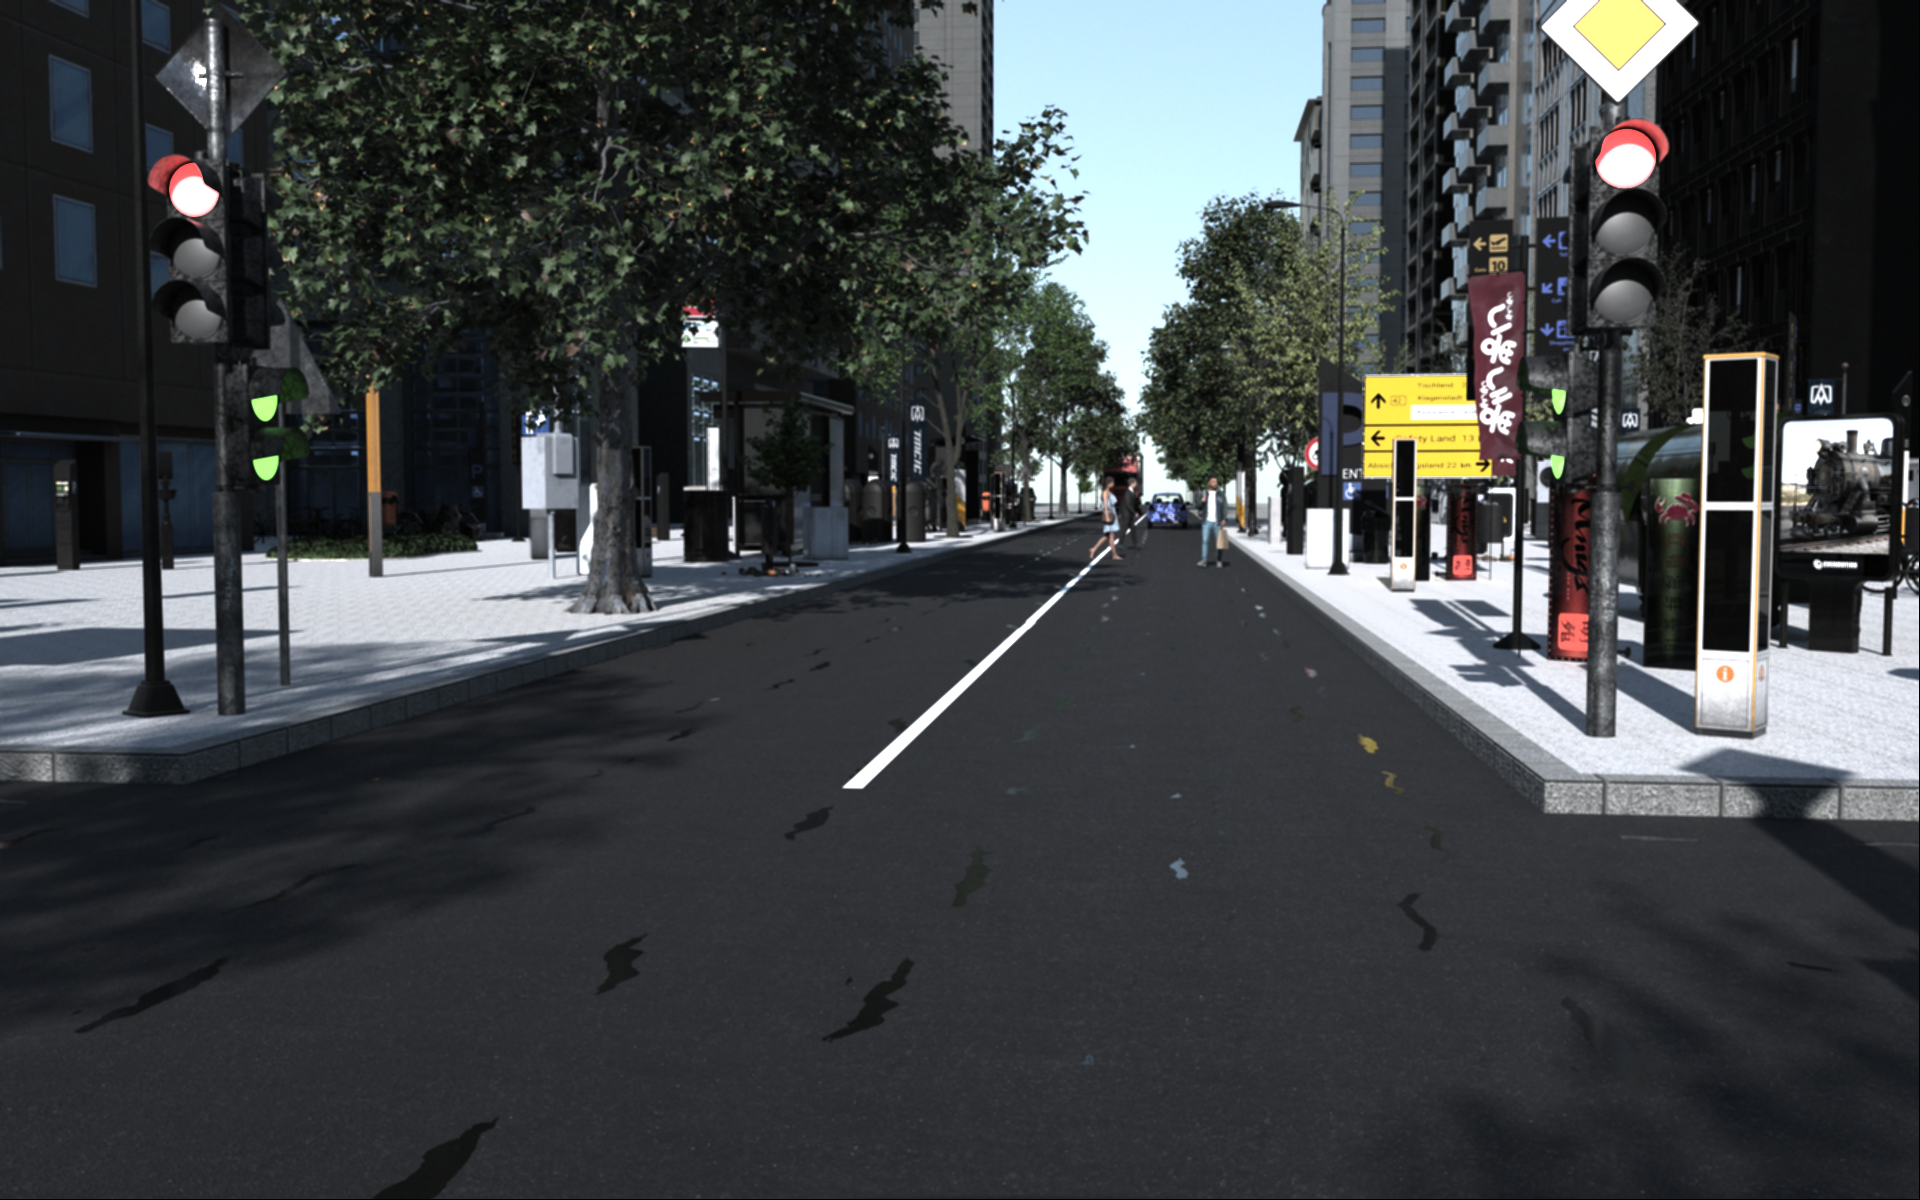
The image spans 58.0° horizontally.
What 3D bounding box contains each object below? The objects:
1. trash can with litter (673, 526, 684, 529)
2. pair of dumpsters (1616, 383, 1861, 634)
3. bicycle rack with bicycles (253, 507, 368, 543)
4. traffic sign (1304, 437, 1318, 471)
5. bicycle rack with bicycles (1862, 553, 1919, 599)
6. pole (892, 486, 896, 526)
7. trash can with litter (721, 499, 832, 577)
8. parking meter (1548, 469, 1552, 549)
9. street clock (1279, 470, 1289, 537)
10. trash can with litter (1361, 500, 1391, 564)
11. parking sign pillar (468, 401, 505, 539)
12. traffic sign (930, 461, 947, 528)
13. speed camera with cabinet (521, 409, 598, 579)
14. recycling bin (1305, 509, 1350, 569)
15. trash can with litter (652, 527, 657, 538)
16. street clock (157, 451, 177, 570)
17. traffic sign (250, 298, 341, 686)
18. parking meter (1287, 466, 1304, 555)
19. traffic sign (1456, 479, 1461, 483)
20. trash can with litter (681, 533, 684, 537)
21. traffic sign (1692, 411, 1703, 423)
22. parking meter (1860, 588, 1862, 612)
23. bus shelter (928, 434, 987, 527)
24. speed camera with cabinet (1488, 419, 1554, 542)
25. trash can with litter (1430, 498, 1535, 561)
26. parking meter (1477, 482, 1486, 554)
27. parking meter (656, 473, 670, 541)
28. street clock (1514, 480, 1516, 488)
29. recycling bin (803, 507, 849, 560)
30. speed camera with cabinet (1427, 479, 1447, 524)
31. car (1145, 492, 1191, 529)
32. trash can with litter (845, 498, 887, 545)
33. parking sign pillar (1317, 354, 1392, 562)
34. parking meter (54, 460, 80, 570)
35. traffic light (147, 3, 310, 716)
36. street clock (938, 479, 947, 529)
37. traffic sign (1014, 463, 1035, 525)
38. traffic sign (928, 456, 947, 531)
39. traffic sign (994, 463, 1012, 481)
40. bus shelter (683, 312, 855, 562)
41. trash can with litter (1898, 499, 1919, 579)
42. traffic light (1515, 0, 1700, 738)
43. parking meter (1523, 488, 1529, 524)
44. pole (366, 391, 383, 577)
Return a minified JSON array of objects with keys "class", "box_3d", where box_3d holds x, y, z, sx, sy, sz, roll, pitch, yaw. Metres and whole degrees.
[{"class":"trash can with litter","box_3d":[-9.735,-3.227,63.818,1.678,1.210,2.233,0,4,-6]},{"class":"pair of dumpsters","box_3d":[7.387,-0.888,17.012,1.574,2.255,4.437,0,4,7]},{"class":"bicycle rack with bicycles","box_3d":[-16.890,-1.957,45.373,2.925,0.926,2.852,1,4,18]},{"class":"traffic sign","box_3d":[7.972,-2.330,38.208,0.768,2.556,0.104,1,4,13]},{"class":"bicycle rack with bicycles","box_3d":[12.619,-0.492,21.428,2.925,0.926,2.852,3,5,41]},{"class":"pole","box_3d":[-2.681,-4.675,70.287,0.158,3.312,0.155,0,3,0]},{"class":"trash can with litter","box_3d":[-2.996,-1.022,27.771,1.678,1.210,2.233,-1,4,-12]},{"class":"parking meter","box_3d":[14.030,-2.135,40.611,0.399,1.863,0.255,-2,4,-29]},{"class":"street clock","box_3d":[9.691,-2.855,51.243,0.471,2.002,0.358,-1,4,-22]},{"class":"trash can with litter","box_3d":[7.927,-1.259,31.968,1.055,1.170,0.624,1,4,14]},{"class":"parking sign pillar","box_3d":[-13.881,-3.752,49.823,1.447,3.967,1.447,-1,4,-15]},{"class":"traffic sign","box_3d":[-0.777,-3.988,65.303,0.768,2.556,0.104,1,4,14]},{"class":"speed camera with cabinet","box_3d":[-5.852,-1.996,26.964,0.660,3.252,2.038,3,4,36]},{"class":"recycling bin","box_3d":[6.330,-1.059,29.861,0.722,1.027,0.722,1,4,10]},{"class":"trash can with litter","box_3d":[-9.373,-2.433,51.166,1.055,1.170,0.624,-3,4,-36]},{"class":"street clock","box_3d":[-13.493,-1.521,29.444,0.358,2.002,0.471,-2,4,-24]},{"class":"traffic sign","box_3d":[-4.519,-0.705,11.526,0.884,2.594,0.081,1,4,15]},{"class":"parking meter","box_3d":[7.123,-1.900,36.772,0.255,1.863,0.399,-1,4,-10]},{"class":"traffic sign","box_3d":[8.700,-1.841,30.214,0.768,2.556,0.104,1,4,14]},{"class":"trash can with litter","box_3d":[-7.485,-2.357,49.916,1.055,1.170,0.624,-3,5,-42]},{"class":"traffic sign","box_3d":[9.083,-1.141,20.793,0.606,2.300,0.079,1,4,15]},{"class":"parking meter","box_3d":[9.616,-0.802,18.826,0.399,1.863,0.255,-2,4,-29]},{"class":"bus shelter","box_3d":[-0.053,-4.889,71.225,1.731,3.624,6.357,0,4,7]},{"class":"speed camera with cabinet","box_3d":[14.968,-3.162,46.030,2.038,3.252,0.660,1,4,18]},{"class":"trash can with litter","box_3d":[9.887,-1.377,33.569,2.233,1.210,1.678,2,4,29]},{"class":"parking meter","box_3d":[11.052,-1.754,37.095,0.372,1.533,0.369,0,3,0]},{"class":"parking meter","box_3d":[-8.215,-2.581,47.908,0.255,1.863,0.399,-2,4,-29]},{"class":"street clock","box_3d":[26.198,-4.751,82.249,0.471,2.002,0.358,1,4,19]},{"class":"recycling bin","box_3d":[-2.628,-1.305,33.892,0.722,1.027,0.722,-2,4,-24]},{"class":"speed camera with cabinet","box_3d":[20.636,-4.860,73.789,0.660,3.252,2.038,-1,4,-13]},{"class":"car","box_3d":[8.782,-3.896,73.289,1.945,1.707,3.694,0,4,7]},{"class":"trash can with litter","box_3d":[-2.665,-2.032,44.281,2.233,1.210,1.678,-3,4,-37]},{"class":"parking sign pillar","box_3d":[7.523,-2.737,33.228,1.447,3.967,1.447,1,4,12]},{"class":"parking meter","box_3d":[-15.082,-1.439,29.246,0.255,1.863,0.399,0,4,-8]},{"class":"traffic light","box_3d":[-4.228,-1.288,9.972,0.839,4.253,0.868,0,4,7]},{"class":"street clock","box_3d":[-0.584,-3.620,63.756,0.358,2.002,0.471,2,4,34]},{"class":"traffic sign","box_3d":[2.676,-4.375,71.543,0.884,2.594,0.081,1,4,8]},{"class":"traffic sign","box_3d":[-0.663,-3.633,59.409,0.884,2.594,0.081,1,4,12]},{"class":"traffic sign","box_3d":[1.758,-4.351,71.247,0.768,2.556,0.104,1,4,11]},{"class":"bus shelter","box_3d":[-4.093,-3.610,36.651,2.179,5.291,8.768,0,4,7]},{"class":"trash can with litter","box_3d":[14.798,-0.976,27.010,1.678,1.210,2.233,0,4,1]},{"class":"traffic light","box_3d":[3.381,-1.233,9.079,0.839,4.253,0.868,0,4,7]},{"class":"parking meter","box_3d":[24.390,-4.067,74.909,0.372,1.533,0.369,0,3,0]},{"class":"pole","box_3d":[-9.035,-2.009,26.697,0.158,3.312,0.155,0,3,0]}]
